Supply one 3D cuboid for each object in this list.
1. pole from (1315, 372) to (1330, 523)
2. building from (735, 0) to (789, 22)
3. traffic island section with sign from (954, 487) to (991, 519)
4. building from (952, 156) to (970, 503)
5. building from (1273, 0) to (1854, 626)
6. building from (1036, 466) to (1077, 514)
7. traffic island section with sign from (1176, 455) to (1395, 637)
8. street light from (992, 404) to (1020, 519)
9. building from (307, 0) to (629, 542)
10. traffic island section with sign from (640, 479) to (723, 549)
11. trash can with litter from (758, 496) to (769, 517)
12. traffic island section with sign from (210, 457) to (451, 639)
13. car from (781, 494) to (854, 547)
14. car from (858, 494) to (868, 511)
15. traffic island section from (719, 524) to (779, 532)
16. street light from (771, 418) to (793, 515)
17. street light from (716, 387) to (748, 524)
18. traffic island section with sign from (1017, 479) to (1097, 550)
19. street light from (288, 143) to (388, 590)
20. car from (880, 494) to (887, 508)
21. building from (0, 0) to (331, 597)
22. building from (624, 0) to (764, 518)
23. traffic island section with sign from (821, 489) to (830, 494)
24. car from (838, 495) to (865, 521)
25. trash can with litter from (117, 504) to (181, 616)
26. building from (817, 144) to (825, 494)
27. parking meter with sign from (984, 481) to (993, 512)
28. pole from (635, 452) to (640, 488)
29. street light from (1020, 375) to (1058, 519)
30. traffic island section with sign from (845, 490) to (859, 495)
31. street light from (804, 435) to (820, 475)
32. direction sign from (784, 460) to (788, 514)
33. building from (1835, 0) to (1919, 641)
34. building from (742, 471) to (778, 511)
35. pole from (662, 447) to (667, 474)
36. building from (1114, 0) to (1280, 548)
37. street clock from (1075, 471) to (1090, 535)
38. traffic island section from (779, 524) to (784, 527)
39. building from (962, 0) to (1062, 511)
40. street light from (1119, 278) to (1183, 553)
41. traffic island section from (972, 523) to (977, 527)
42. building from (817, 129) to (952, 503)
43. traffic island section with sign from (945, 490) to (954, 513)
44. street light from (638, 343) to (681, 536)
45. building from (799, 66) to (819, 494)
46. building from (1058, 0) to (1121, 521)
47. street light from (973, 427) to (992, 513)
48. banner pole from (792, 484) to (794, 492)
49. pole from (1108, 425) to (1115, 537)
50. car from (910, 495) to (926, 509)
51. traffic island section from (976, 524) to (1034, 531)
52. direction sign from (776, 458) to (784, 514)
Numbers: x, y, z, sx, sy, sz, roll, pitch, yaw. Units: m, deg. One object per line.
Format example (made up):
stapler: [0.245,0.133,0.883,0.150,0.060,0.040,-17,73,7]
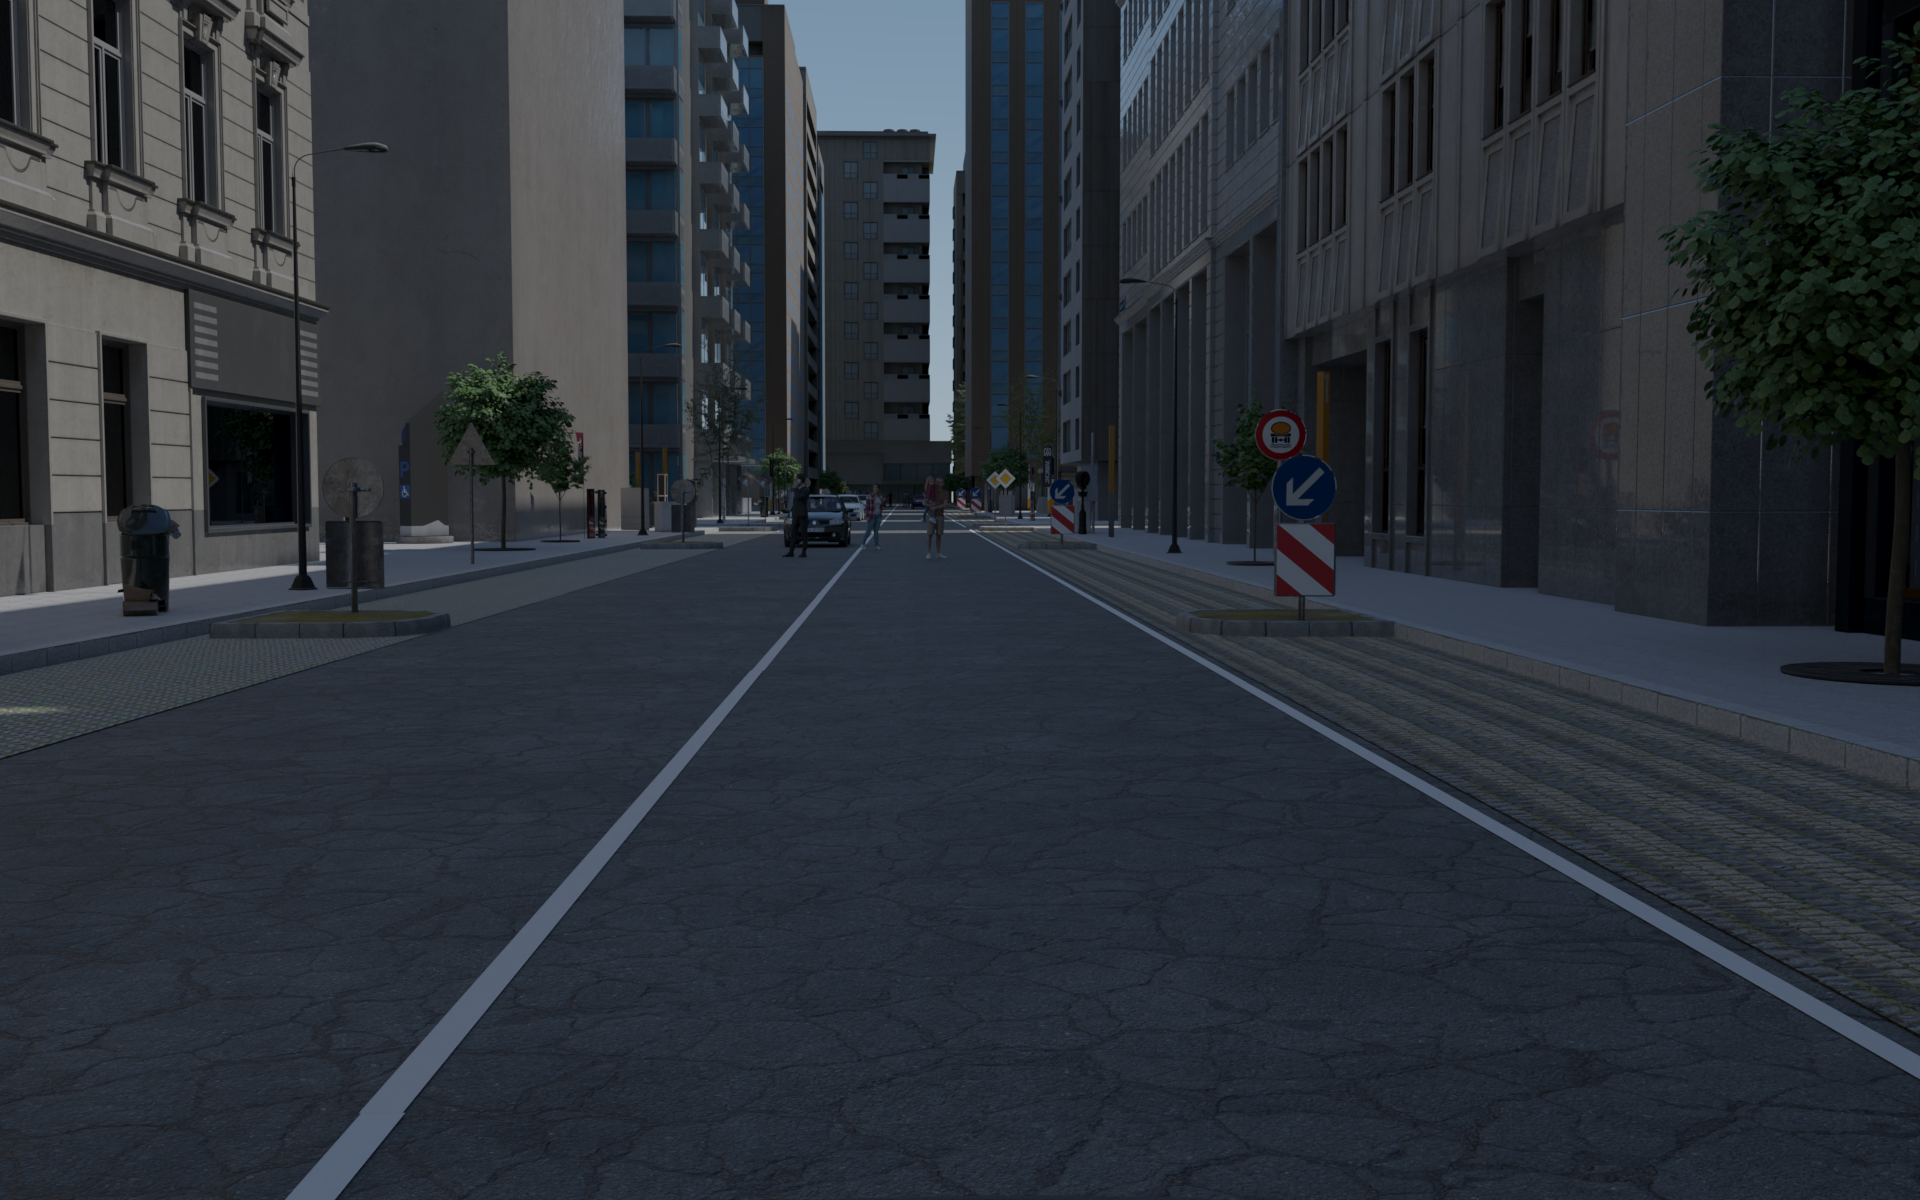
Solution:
pole: [6.067,-2.150,28.989,0.158,3.312,0.155,0,3,0]
building: [-22.189,-31.003,157.010,14.600,45.320,14.200,0,4,-2]
traffic island section with sign: [0.795,-5.648,100.972,1.989,1.847,2.006,0,4,-2]
building: [9.665,-38.096,246.572,21.600,48.544,21.300,0,4,-2]
building: [12.929,-12.727,26.109,12.078,24.808,19.932,0,4,-2]
building: [21.616,-25.744,112.796,32.217,40.220,23.993,0,4,-2]
traffic island section with sign: [3.338,-0.587,18.221,1.989,1.847,2.006,0,4,-2]
street light: [2.561,-7.124,89.025,1.470,5.913,1.316,0,4,-2]
building: [-29.263,-15.318,54.967,34.151,26.468,19.350,0,4,-2]
traffic island section with sign: [-7.276,-2.258,45.552,1.989,1.847,2.006,0,4,-2]
trash can with litter: [-10.870,-5.155,95.667,0.624,1.170,1.055,0,4,-6]
traffic island section with sign: [-6.438,-0.575,18.026,1.989,1.847,2.006,0,4,-2]
car: [-3.931,-2.340,48.044,2.009,1.686,4.222,0,4,-2]
car: [-7.182,-7.126,128.520,2.014,1.417,4.499,0,4,0]
traffic island section: [-8.282,-2.774,67.643,2.009,0.180,2.903,0,4,-2]
street light: [-10.902,-8.166,106.047,1.470,5.913,1.316,0,4,-2]
street light: [-9.918,-6.287,75.338,1.470,5.913,1.316,0,4,-2]
traffic island section with sign: [2.501,-2.245,45.337,1.989,1.847,2.006,0,4,-2]
street light: [-8.263,-3.089,23.045,1.470,5.913,1.316,0,4,-2]
car: [-8.618,-10.482,180.423,2.155,1.783,4.494,0,4,-1]
building: [-19.520,-14.461,12.848,17.030,29.872,44.131,0,4,-2]
building: [-23.791,-29.238,97.642,23.786,49.044,30.456,0,4,-2]
traffic island section with sign: [-9.782,-7.250,127.169,1.989,1.847,2.006,0,4,-2]
car: [-6.110,-4.963,93.148,2.014,1.417,4.499,0,4,0]
trash can with litter: [-8.705,-0.440,18.589,0.624,1.170,1.055,-1,4,-23]
building: [-24.366,-34.646,216.572,14.200,45.320,14.600,0,4,-2]
parking meter with sign: [1.976,-7.704,122.224,0.543,3.016,1.738,-1,4,-12]
pole: [-15.541,-5.487,83.563,0.158,3.312,0.155,0,3,0]
street light: [3.248,-5.830,67.864,1.470,5.913,1.316,0,4,-2]
traffic island section with sign: [-11.331,-10.326,177.451,1.989,1.847,2.006,0,4,-2]
street light: [-11.725,-10.030,136.537,1.470,5.913,1.316,0,4,-2]
direction sign: [-11.551,-7.472,114.170,0.379,3.537,0.876,0,4,3]
building: [14.569,-10.893,7.786,12.332,23.373,15.834,0,4,-2]
building: [-30.554,-26.972,132.880,32.217,40.220,23.993,0,4,-2]
pole: [-12.906,-5.012,75.785,0.158,3.312,0.155,0,3,0]
building: [11.873,-16.714,50.766,11.434,29.767,29.804,0,4,-2]
street clock: [3.892,-3.080,54.920,0.358,2.002,0.471,3,5,44]
traffic island section: [-8.527,-3.263,75.624,2.009,0.180,2.903,0,4,-2]
building: [7.561,-29.918,139.269,14.600,45.320,14.200,0,4,-2]
street light: [4.111,-3.965,37.375,1.470,5.913,1.316,0,4,-2]
traffic island section: [1.560,-3.281,75.928,2.009,0.180,2.903,0,4,-2]
building: [-15.212,-40.362,249.162,27.495,52.752,28.713,0,4,-2]
traffic island section with sign: [-0.036,-7.309,128.129,1.989,1.847,2.006,0,4,-2]
street light: [-9.292,-4.953,53.529,1.470,5.913,1.316,0,4,-2]
building: [-26.742,-34.564,188.828,21.300,48.544,21.600,0,4,-2]
building: [12.474,-19.197,85.574,14.107,30.474,14.160,0,4,-2]
street light: [1.584,-9.000,119.694,1.470,5.913,1.316,0,4,-2]
banner pole: [-14.269,-9.694,148.512,0.401,3.779,0.863,-2,4,-29]
pole: [4.509,-3.528,51.529,0.158,3.312,0.155,0,3,0]
car: [-3.822,-9.426,166.700,1.945,1.354,3.894,0,4,-3]
traffic island section: [1.805,-2.793,67.947,2.009,0.180,2.903,0,4,-2]
direction sign: [-11.587,-7.252,110.568,0.379,3.537,0.876,0,4,-8]
